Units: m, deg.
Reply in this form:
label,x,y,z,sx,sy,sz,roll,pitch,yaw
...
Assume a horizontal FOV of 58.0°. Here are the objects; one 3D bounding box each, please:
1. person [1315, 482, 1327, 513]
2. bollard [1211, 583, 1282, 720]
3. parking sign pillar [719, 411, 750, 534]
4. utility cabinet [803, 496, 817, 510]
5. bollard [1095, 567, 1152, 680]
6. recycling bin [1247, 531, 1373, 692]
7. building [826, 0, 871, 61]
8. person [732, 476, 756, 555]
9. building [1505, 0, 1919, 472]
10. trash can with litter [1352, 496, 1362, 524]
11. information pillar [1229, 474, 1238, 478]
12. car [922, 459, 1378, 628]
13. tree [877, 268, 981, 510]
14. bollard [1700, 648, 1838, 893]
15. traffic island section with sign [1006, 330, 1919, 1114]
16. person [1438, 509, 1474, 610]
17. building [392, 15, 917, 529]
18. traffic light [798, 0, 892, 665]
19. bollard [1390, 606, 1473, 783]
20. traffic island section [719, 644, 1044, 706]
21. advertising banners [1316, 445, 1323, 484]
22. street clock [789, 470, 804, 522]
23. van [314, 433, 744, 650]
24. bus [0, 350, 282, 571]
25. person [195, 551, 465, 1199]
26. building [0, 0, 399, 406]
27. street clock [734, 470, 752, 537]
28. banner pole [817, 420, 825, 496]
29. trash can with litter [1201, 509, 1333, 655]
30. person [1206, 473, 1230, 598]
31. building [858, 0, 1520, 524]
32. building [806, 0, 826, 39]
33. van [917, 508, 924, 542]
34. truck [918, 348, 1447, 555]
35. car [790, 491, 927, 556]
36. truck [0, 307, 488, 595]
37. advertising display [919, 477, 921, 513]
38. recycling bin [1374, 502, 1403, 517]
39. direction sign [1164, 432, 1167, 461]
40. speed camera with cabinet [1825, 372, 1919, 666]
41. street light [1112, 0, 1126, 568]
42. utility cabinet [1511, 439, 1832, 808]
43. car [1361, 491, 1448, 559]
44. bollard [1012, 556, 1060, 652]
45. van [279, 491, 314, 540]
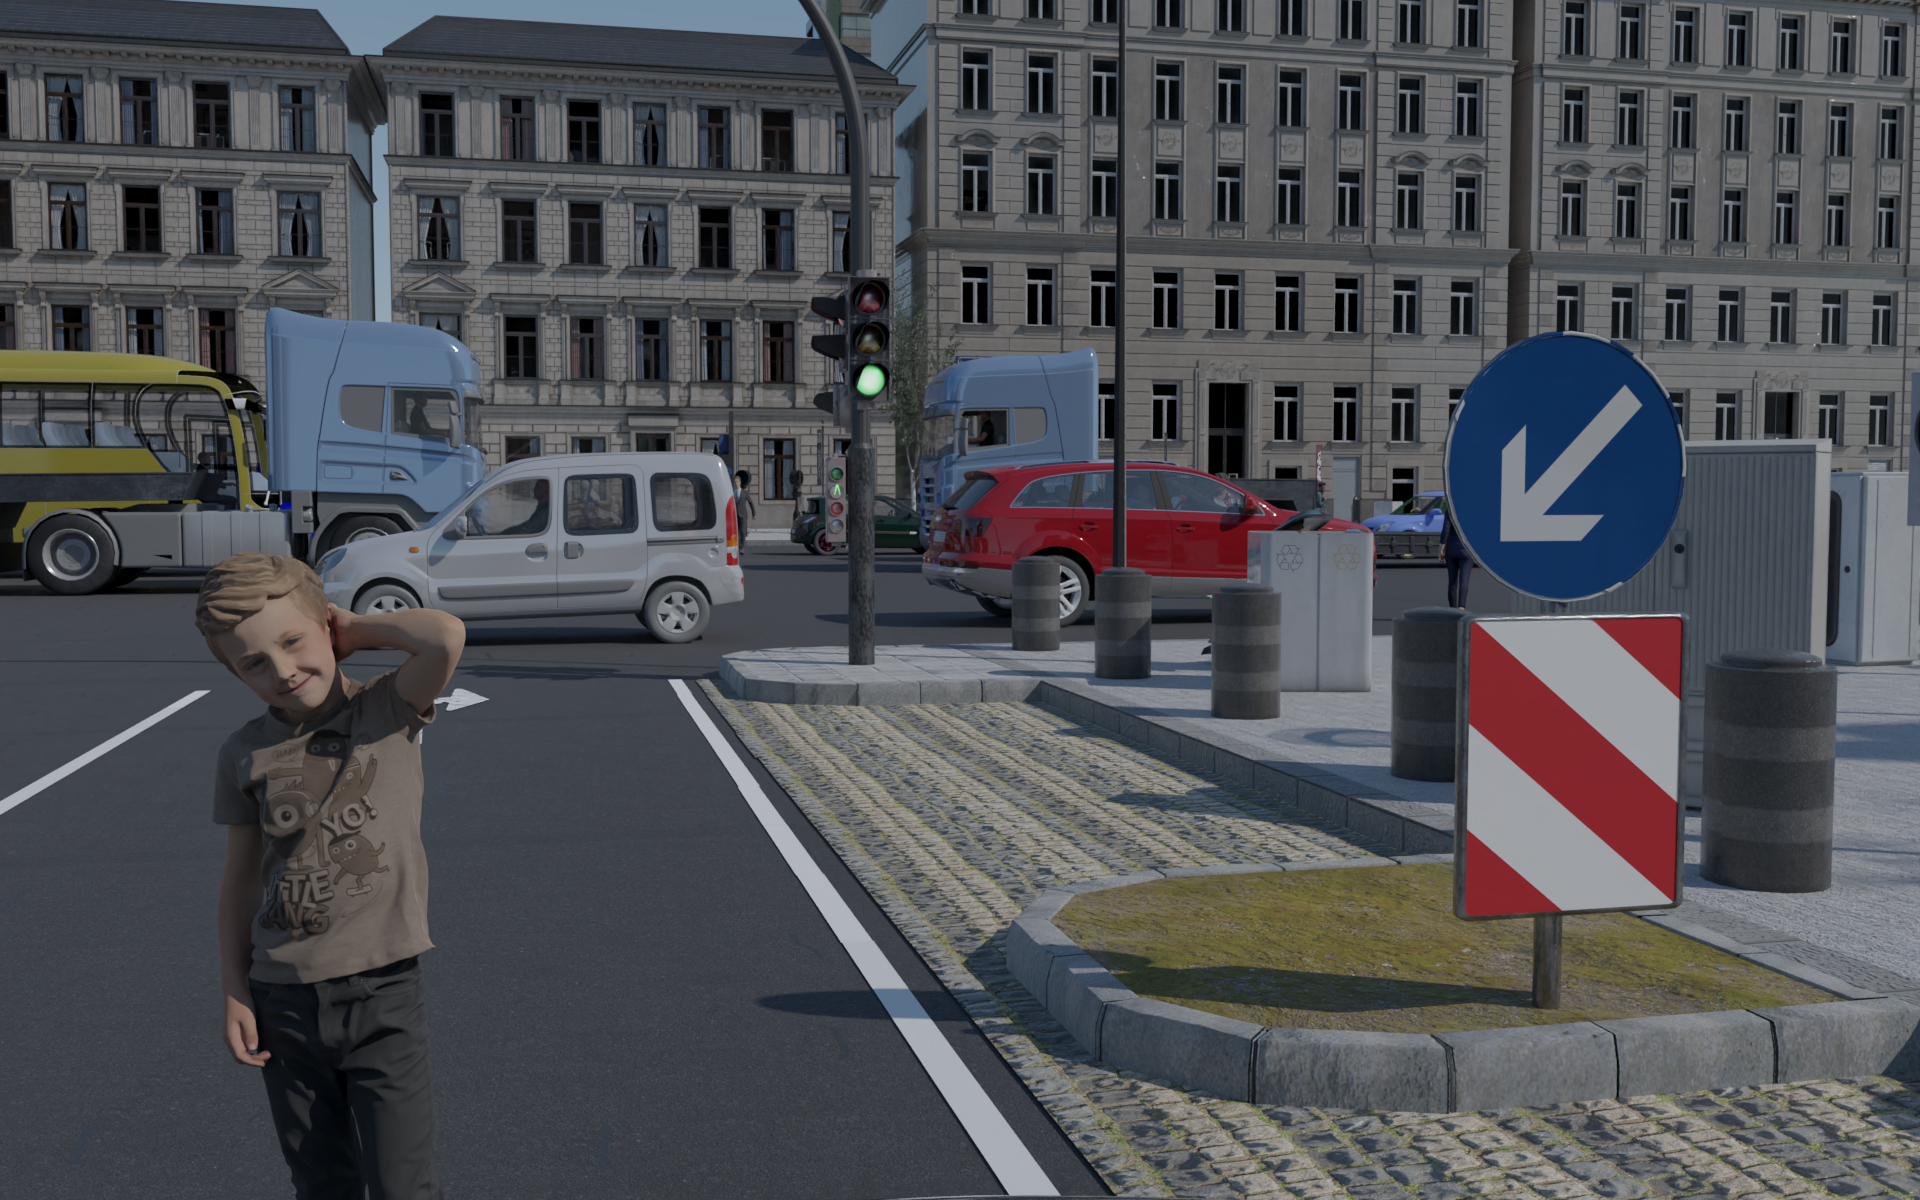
label,x,y,z,sx,sy,sz,roll,pitch,yaw
person,10.114,-2.446,48.835,0.721,1.781,0.623,-1,4,-12
bollard,1.652,0.288,10.004,0.404,0.777,0.398,0,3,0
parking sign pillar,-7.486,-4.111,55.688,1.447,3.967,1.447,0,4,-7
utility cabinet,-5.028,-3.056,61.119,1.020,1.237,0.306,-1,4,-9
bollard,1.144,0.157,12.147,0.404,0.777,0.398,0,3,0
recycling bin,2.318,0.062,11.537,0.722,1.027,0.722,0,4,1
building,-2.533,-26.832,122.298,14.154,41.232,14.086,-1,4,-13
person,-5.207,-1.995,40.888,0.659,1.850,0.755,0,4,6
building,33.708,-17.215,78.730,25.104,27.353,12.463,-1,4,-13
trash can with litter,14.147,-3.085,61.505,1.678,1.210,2.233,-1,4,-11
information pillar,9.867,-3.555,62.623,0.304,2.012,0.304,1,4,13
car,2.220,-0.681,19.805,5.304,1.827,2.281,-1,4,-14
tree,-1.469,-6.471,56.157,4.360,8.622,3.978,0,3,0
bollard,2.676,0.549,5.736,0.404,0.777,0.398,0,3,0
traffic island section with sign,1.204,0.224,4.967,1.989,1.847,2.006,-1,4,-13
person,5.594,-0.507,19.328,0.480,1.512,0.613,0,4,-5
building,-12.196,-12.369,66.862,19.286,19.102,10.561,-1,4,-13
traffic light,-2.787,-2.304,12.340,4.771,5.953,1.251,-1,4,-13
bollard,2.166,0.419,7.872,0.404,0.777,0.398,0,3,0
traffic island section,-0.731,0.562,13.088,2.009,0.180,2.903,-1,4,-13
advertising banners,12.308,-3.960,60.939,0.090,3.025,2.074,3,4,37
street clock,-4.949,-2.930,52.480,0.358,2.002,0.471,2,4,27
van,-4.206,-0.607,16.935,4.112,2.044,2.013,-1,4,-15
bus,-18.026,-2.339,29.786,12.252,3.916,2.896,-1,4,-13
person,-0.908,0.601,2.587,0.435,1.345,0.340,-1,4,-9
building,-30.997,-12.106,62.567,19.286,19.102,10.561,-1,4,-13
street clock,-6.498,-2.896,51.918,0.471,2.002,0.358,1,4,17
banner pole,-4.712,-4.200,58.685,0.401,3.779,0.863,-2,4,-23
trash can with litter,2.240,-0.083,12.745,0.624,1.170,1.055,-3,5,-43
person,3.565,-0.875,23.641,0.563,1.720,0.643,1,4,17
building,9.217,-16.848,72.735,25.104,27.353,12.463,-1,4,-13
building,-4.449,-50.834,143.802,22.319,86.520,31.000,-1,4,-13
van,1.788,-2.050,37.899,5.245,2.365,2.240,-1,4,-15
truck,7.880,-2.709,34.044,18.799,4.110,2.967,-1,4,-12
car,-1.941,-1.927,41.297,4.222,1.686,2.009,-1,4,-14
truck,-15.738,-2.132,24.610,18.799,4.110,2.967,-1,4,-13
advertising display,-0.905,-3.300,59.167,0.974,1.923,0.123,-1,4,-18
recycling bin,14.412,-2.798,58.307,0.722,1.027,0.722,3,5,44
direction sign,7.604,-4.407,64.057,0.379,3.537,0.876,1,4,11
speed camera with cabinet,6.930,-1.128,12.773,0.660,3.252,2.038,-1,4,-15
street light,0.681,-2.468,12.887,1.470,5.913,1.316,-1,4,-13
utility cabinet,2.900,0.093,7.151,1.173,1.500,0.318,3,4,37
car,10.716,-1.796,38.957,3.694,1.707,1.945,-1,4,-13
bollard,0.627,0.027,14.278,0.404,0.777,0.398,0,3,0
van,-13.041,-1.889,35.266,2.240,2.365,5.245,-1,4,-13
